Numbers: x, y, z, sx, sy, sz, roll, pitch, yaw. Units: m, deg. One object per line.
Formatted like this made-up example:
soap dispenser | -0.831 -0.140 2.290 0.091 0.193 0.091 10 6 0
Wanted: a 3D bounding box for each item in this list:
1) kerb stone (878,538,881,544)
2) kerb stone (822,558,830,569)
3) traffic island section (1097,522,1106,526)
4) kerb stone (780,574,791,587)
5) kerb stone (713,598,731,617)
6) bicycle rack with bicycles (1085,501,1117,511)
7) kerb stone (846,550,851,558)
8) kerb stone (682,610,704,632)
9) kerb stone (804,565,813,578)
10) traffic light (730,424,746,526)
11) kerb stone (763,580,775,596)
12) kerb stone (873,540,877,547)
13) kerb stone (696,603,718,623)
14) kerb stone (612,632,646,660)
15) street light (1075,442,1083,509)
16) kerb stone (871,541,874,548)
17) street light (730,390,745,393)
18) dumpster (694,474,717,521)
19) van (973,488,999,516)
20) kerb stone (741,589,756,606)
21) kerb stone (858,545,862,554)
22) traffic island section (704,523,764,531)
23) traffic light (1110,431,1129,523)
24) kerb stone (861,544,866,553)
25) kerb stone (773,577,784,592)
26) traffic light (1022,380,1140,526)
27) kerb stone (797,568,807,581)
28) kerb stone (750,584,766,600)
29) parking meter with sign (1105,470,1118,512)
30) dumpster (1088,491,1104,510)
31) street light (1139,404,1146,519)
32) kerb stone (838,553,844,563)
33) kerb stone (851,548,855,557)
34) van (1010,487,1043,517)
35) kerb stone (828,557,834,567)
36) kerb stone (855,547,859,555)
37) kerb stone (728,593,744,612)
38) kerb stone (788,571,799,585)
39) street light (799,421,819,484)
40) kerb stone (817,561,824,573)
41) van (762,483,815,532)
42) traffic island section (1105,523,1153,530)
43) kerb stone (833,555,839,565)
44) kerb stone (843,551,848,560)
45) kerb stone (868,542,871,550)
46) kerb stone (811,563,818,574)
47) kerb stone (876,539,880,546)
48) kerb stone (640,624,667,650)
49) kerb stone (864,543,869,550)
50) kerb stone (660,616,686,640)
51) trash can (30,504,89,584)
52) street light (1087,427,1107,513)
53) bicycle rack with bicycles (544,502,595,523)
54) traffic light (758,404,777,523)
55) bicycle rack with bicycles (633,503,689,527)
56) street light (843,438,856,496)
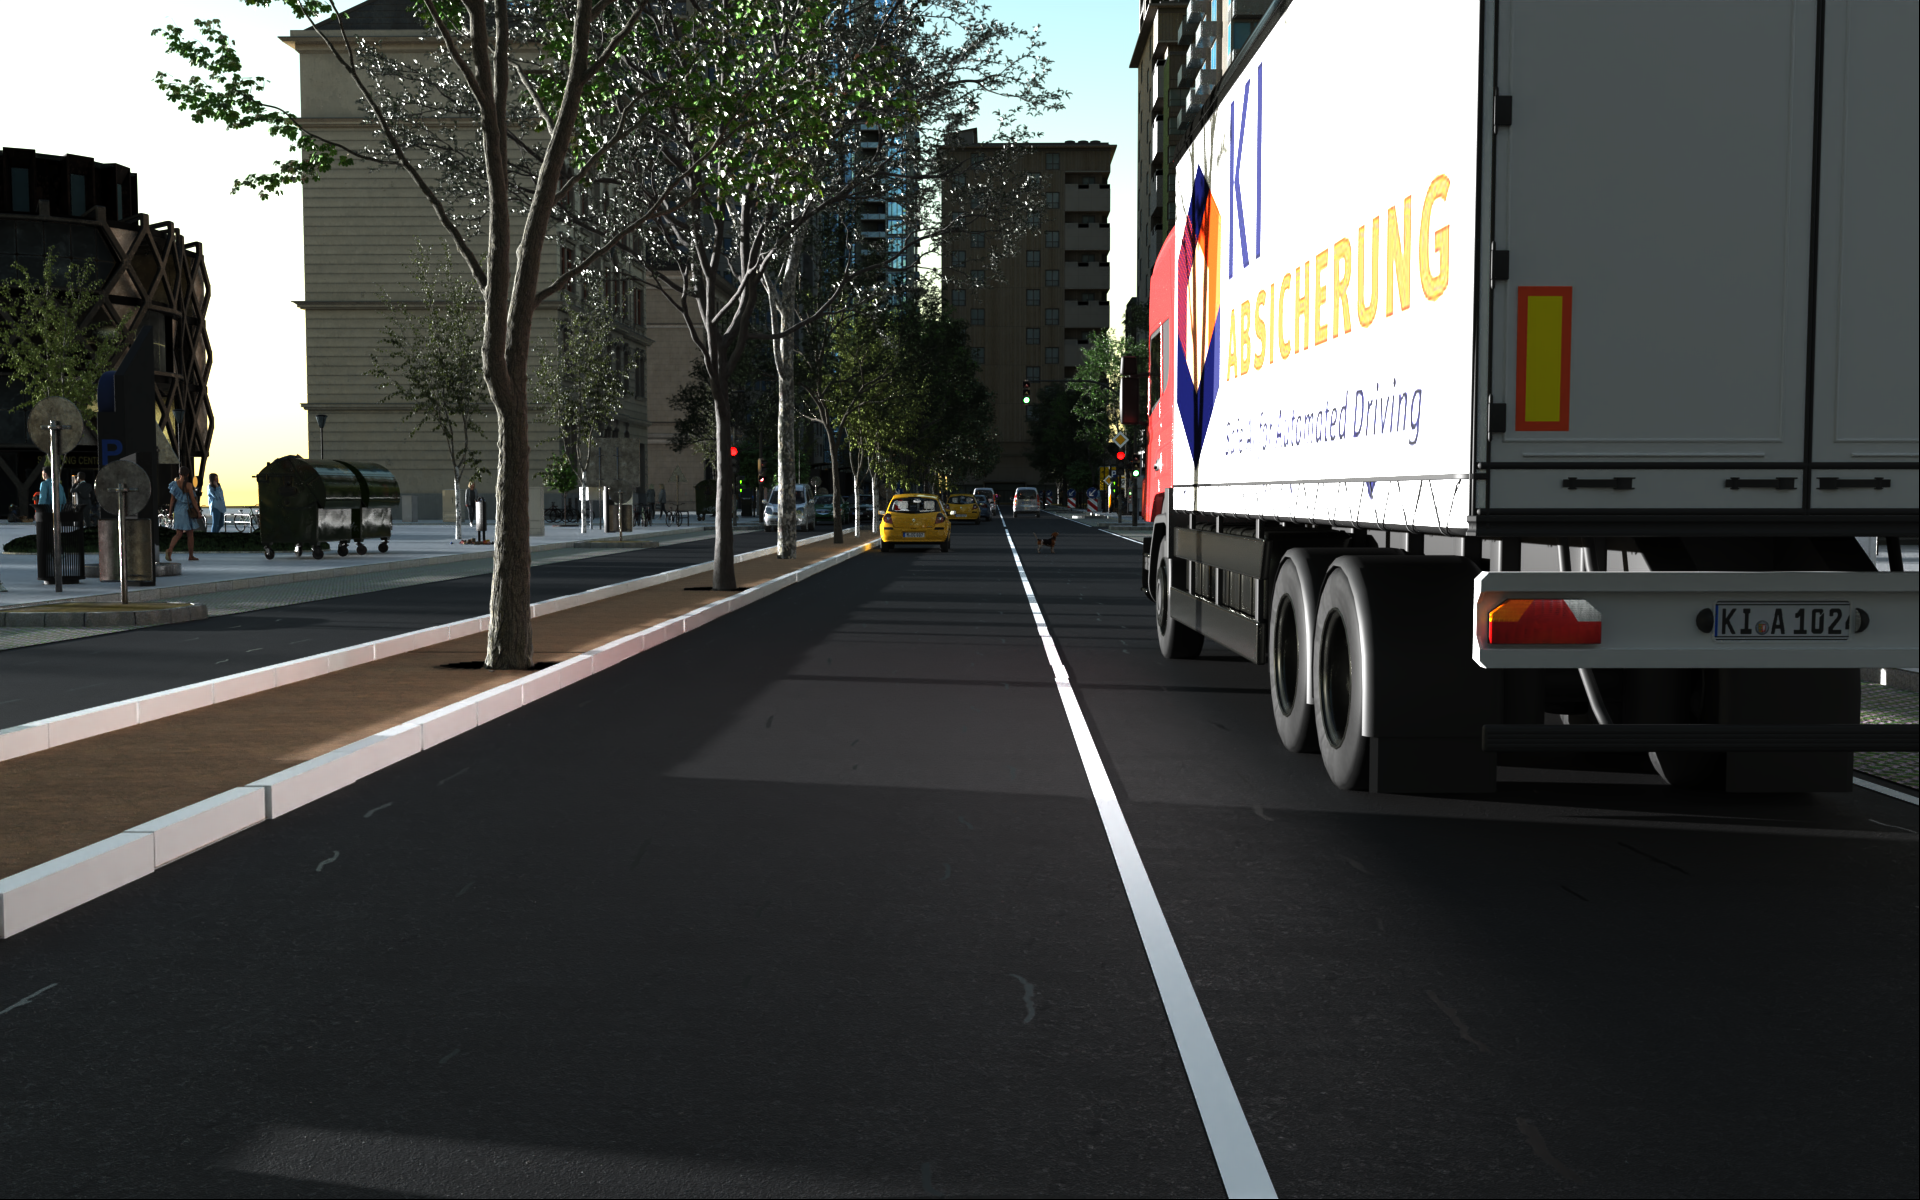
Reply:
kerb stone | -2.329 -1.585 48.105 0.120 0.150 1.000 0 4 1
kerb stone | -2.621 -0.645 32.737 0.120 0.150 1.000 0 4 1
traffic island section | 7.143 -3.355 77.128 2.009 0.180 2.903 0 4 1
kerb stone | -2.746 -0.266 26.571 0.120 0.150 1.000 0 4 1
kerb stone | -2.861 0.108 20.423 0.120 0.150 1.000 0 4 1
bicycle rack with bicycles | 11.313 -7.224 131.495 2.852 0.926 2.925 -3 5 -40
kerb stone | -2.530 -0.954 37.859 0.120 0.150 1.000 0 4 1
kerb stone | -2.887 0.238 18.366 0.120 0.150 1.000 0 4 1
kerb stone | -2.674 -0.456 29.655 0.120 0.150 1.000 0 4 1
traffic light | -9.008 -4.917 69.319 0.839 4.253 0.868 0 4 1
kerb stone | -2.777 -0.142 24.523 0.120 0.150 1.000 0 4 1
kerb stone | -2.366 -1.459 46.055 0.120 0.150 1.000 0 4 1
kerb stone | -2.875 0.171 19.392 0.120 0.150 1.000 0 4 1
kerb stone | -2.959 0.422 15.294 0.120 0.150 1.000 0 4 1
street light | 10.066 -10.983 152.118 1.470 5.913 1.316 0 4 1
kerb stone | -2.388 -1.397 45.029 0.120 0.150 1.000 0 4 1
street light | -10.310 -6.435 77.745 1.470 5.913 1.316 0 4 1
dumpster | -11.887 -4.908 82.746 1.502 2.255 1.985 0 4 1
van | 1.597 -6.700 116.554 2.013 2.044 4.112 0 4 1
kerb stone | -2.815 -0.010 22.472 0.120 0.150 1.000 0 4 1
kerb stone | -2.466 -1.146 40.934 0.120 0.150 1.000 0 4 1
traffic island section | -9.048 -2.885 69.454 2.009 0.180 2.903 0 4 1
traffic light | 7.103 -5.388 77.015 0.839 4.253 0.868 0 4 1
kerb stone | -2.445 -1.201 41.963 0.120 0.150 1.000 0 4 1
kerb stone | -2.760 -0.205 25.545 0.120 0.150 1.000 0 4 1
traffic light | 4.858 -5.765 68.929 4.771 5.953 1.251 0 4 1
kerb stone | -2.690 -0.392 28.614 0.120 0.150 1.000 0 4 1
kerb stone | -2.798 -0.079 23.493 0.120 0.150 1.000 0 4 1
parking meter with sign | 10.902 -7.887 125.209 0.543 3.016 1.738 1 4 21
dumpster | 11.346 -8.463 144.124 1.264 1.857 1.865 0 4 1
street light | 8.807 -7.023 87.365 1.470 5.913 1.316 0 4 1
kerb stone | -2.558 -0.830 35.808 0.120 0.150 1.000 0 4 1
kerb stone | -2.506 -1.021 38.891 0.120 0.150 1.000 0 4 1
van | 4.133 -6.143 107.454 2.013 2.044 4.112 0 4 2
kerb stone | -2.603 -0.706 33.759 0.120 0.150 1.000 0 4 1
kerb stone | -2.487 -1.074 39.913 0.120 0.150 1.000 0 4 1
kerb stone | -2.836 0.052 21.446 0.120 0.150 1.000 0 4 1
kerb stone | -2.726 -0.330 27.592 0.120 0.150 1.000 0 4 1
street light | -9.711 -8.452 110.735 1.470 5.913 1.316 0 4 1
kerb stone | -2.638 -0.582 31.708 0.120 0.150 1.000 0 4 1
van | -6.593 -3.678 67.144 2.013 2.044 4.112 0 4 1
traffic island section | 6.991 -2.866 69.144 2.009 0.180 2.903 0 4 1
kerb stone | -2.583 -0.767 34.784 0.120 0.150 1.000 0 4 1
kerb stone | -2.542 -0.889 36.831 0.120 0.150 1.000 0 4 1
kerb stone | -2.412 -1.331 44.007 0.120 0.150 1.000 0 4 1
kerb stone | -2.664 -0.519 30.682 0.120 0.150 1.000 0 4 1
kerb stone | -2.349 -1.522 47.077 0.120 0.150 1.000 0 4 1
kerb stone | -2.936 0.366 16.316 0.120 0.150 1.000 0 4 1
kerb stone | -2.429 -1.271 42.985 0.120 0.150 1.000 0 4 1
kerb stone | -2.915 0.299 17.337 0.120 0.150 1.000 0 4 1
trash can | -12.868 -0.803 24.775 0.748 1.137 0.748 0 3 0
street light | 9.442 -9.003 119.741 1.470 5.913 1.316 0 4 1
bicycle rack with bicycles | -17.977 -3.963 78.183 2.925 0.926 2.852 -1 4 -9
traffic light | -6.762 -6.277 77.298 4.771 5.953 1.251 0 4 1
bicycle rack with bicycles | -11.955 -3.359 68.304 2.852 0.926 2.925 0 4 5
street light | -9.116 -10.476 143.829 1.470 5.913 1.316 0 4 1
